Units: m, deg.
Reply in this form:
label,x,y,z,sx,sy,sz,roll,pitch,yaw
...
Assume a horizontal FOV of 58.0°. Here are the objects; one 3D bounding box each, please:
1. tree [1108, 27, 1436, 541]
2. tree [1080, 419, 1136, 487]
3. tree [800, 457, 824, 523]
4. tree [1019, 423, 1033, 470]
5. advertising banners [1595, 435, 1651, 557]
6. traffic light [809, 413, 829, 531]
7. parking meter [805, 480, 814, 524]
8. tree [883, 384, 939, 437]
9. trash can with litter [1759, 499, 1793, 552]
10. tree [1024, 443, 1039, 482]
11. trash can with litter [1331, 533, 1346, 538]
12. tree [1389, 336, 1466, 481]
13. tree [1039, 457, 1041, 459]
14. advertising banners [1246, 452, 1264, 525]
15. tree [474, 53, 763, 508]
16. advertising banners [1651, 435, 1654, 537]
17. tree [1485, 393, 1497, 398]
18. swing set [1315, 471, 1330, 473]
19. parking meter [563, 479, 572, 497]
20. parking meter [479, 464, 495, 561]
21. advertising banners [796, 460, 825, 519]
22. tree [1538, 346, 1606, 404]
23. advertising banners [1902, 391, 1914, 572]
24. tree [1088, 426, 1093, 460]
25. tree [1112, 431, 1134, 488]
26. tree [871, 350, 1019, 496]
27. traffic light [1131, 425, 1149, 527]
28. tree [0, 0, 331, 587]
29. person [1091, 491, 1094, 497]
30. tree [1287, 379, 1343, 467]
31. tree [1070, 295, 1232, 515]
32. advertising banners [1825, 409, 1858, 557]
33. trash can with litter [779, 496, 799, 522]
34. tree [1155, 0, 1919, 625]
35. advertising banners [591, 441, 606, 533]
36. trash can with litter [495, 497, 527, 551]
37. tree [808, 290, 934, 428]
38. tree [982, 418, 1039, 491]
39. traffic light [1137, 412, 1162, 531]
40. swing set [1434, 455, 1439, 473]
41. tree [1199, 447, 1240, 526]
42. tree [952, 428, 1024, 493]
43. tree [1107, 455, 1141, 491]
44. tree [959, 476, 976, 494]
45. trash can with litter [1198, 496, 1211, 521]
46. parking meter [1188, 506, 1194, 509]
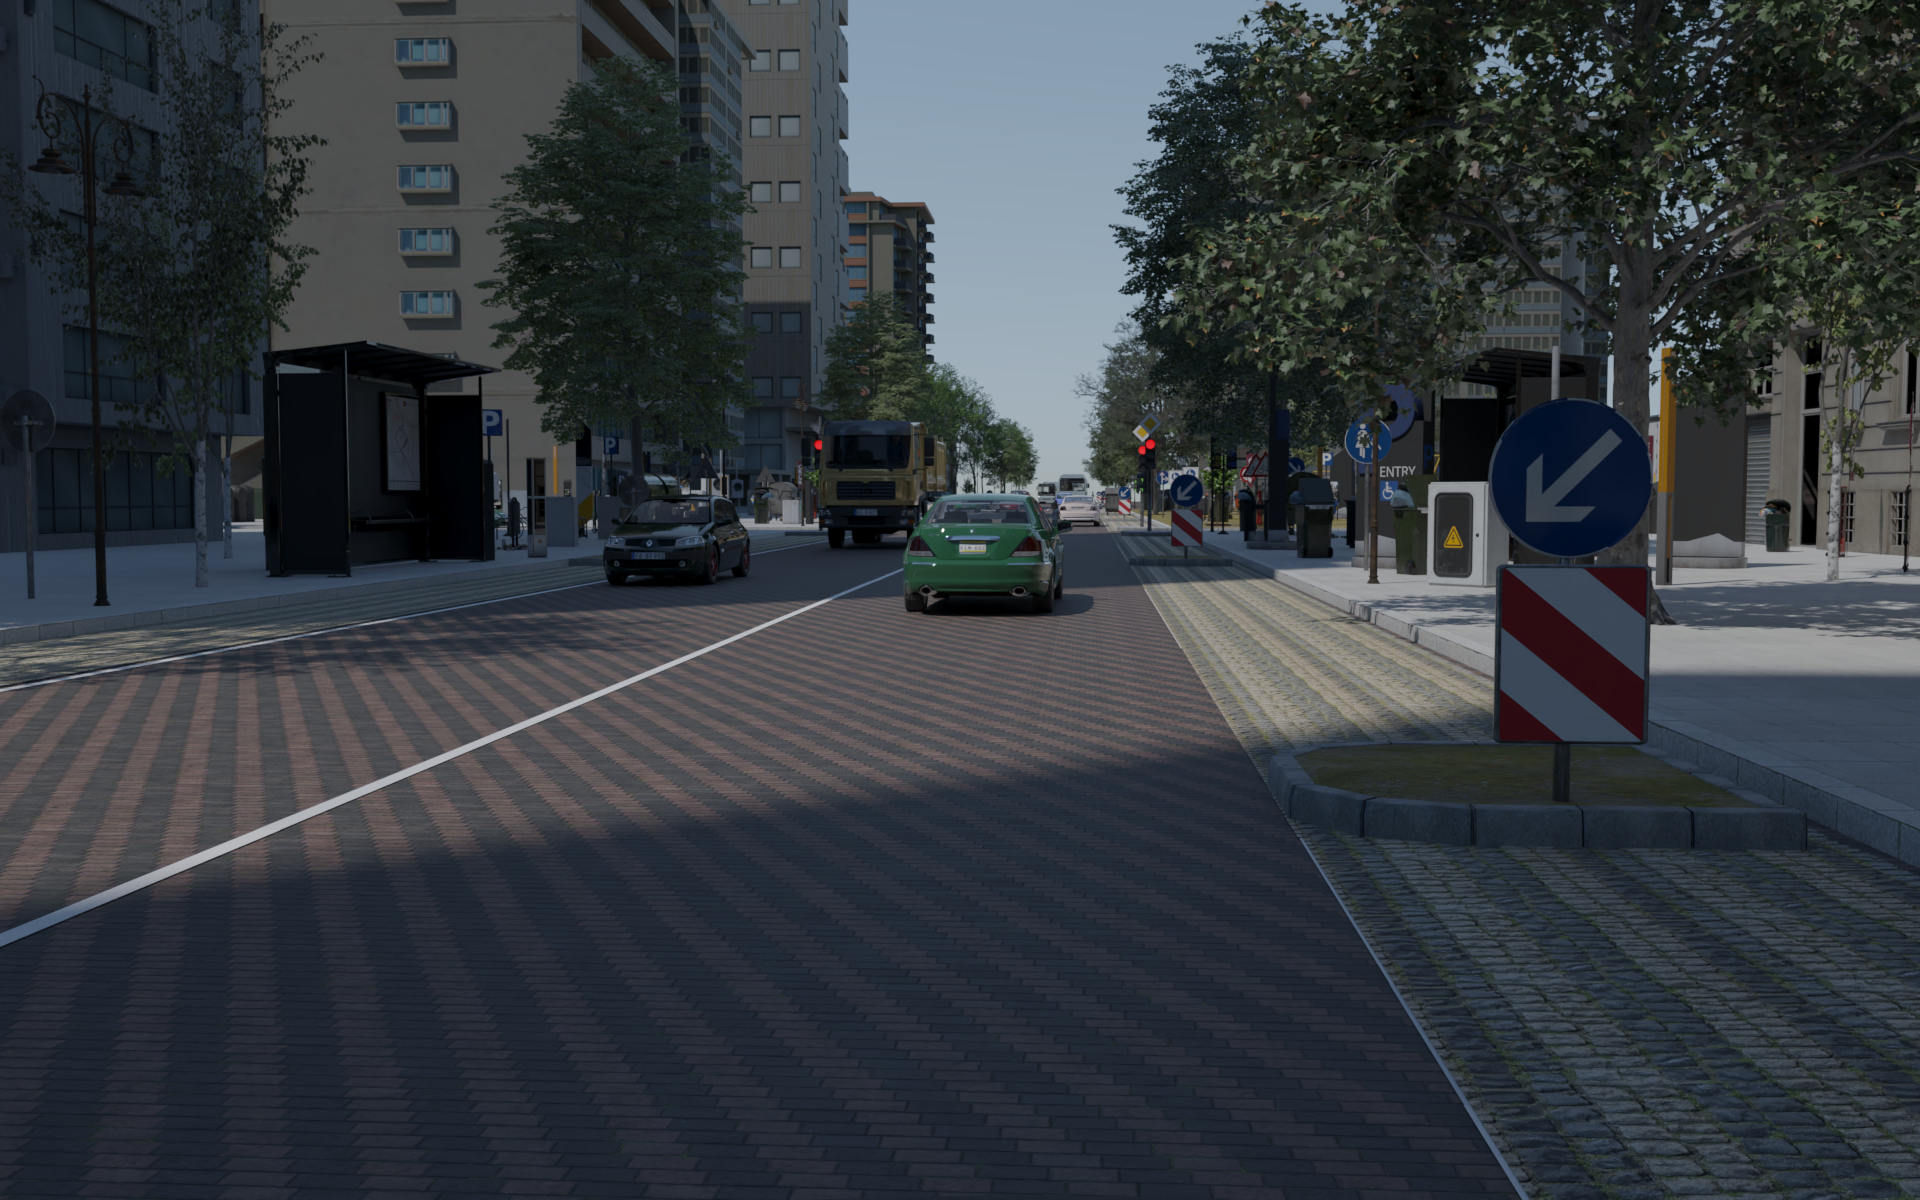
label,x,y,z,sx,sy,sz,roll,pitch,yaw
tree,8.653,-8.559,46.602,9.857,13.997,8.962,0,3,0
tree,19.741,-17.922,210.031,9.611,12.733,9.660,0,3,0
tree,-5.914,-5.019,76.668,1.663,3.219,1.824,0,3,0
tree,-0.555,-13.845,152.124,9.928,11.665,9.643,0,3,0
advertising banners,12.976,-2.406,35.519,2.074,3.025,0.090,1,4,19
traffic light,-4.833,-4.363,60.258,0.839,4.253,0.868,0,4,4
parking meter,-6.382,-4.145,73.487,0.255,1.863,0.399,1,4,17
tree,-3.274,-9.886,112.005,4.737,8.622,4.395,0,3,0
trash can with litter,18.157,-1.659,38.513,0.624,1.170,1.055,2,4,31
tree,9.408,-21.467,285.402,7.601,10.594,8.767,1,4,17
trash can with litter,11.371,-2.409,50.447,2.233,1.210,1.678,-1,4,-23
tree,19.799,-7.717,76.527,4.360,8.622,3.978,0,3,0
tree,10.294,-23.512,302.543,7.486,12.596,7.792,0,3,0
advertising banners,12.386,-4.614,71.624,0.090,3.025,2.074,-1,4,-23
tree,-8.934,-7.790,45.487,7.486,12.596,7.792,0,3,0
advertising banners,21.121,-3.379,51.427,2.074,3.025,0.090,1,4,18
tree,37.152,-10.442,121.086,4.737,8.622,4.395,0,3,0
swing set,24.904,-7.316,117.228,2.862,2.851,3.119,-2,4,-35
parking meter,-15.549,-3.850,68.663,0.255,1.863,0.399,0,4,-1
parking meter,-9.183,-1.696,33.440,0.255,1.863,0.399,-3,5,-41
advertising banners,-7.544,-5.675,88.966,2.074,3.025,0.090,-3,4,-36
tree,29.449,-8.267,85.520,4.737,8.622,4.395,0,3,0
advertising banners,15.964,-2.014,29.122,0.090,3.025,2.074,2,4,30
tree,14.293,-13.332,124.627,9.857,13.997,8.962,0,3,0
tree,17.405,-13.949,178.432,4.737,8.622,4.395,0,3,0
tree,-2.828,-12.203,125.272,9.928,11.665,9.643,0,3,0
traffic light,7.078,-4.801,67.418,0.839,4.253,0.868,0,4,4
tree,-10.696,-4.486,23.708,4.360,8.622,3.978,0,3,0
person,19.237,-14.856,251.384,0.705,1.826,1.348,-1,4,-20
tree,21.079,-9.541,106.361,4.737,8.622,4.395,0,3,0
tree,11.977,-12.010,106.737,12.009,13.543,11.850,0,3,0
advertising banners,17.977,-2.390,35.261,0.090,3.025,2.074,3,5,40
trash can with litter,-7.874,-4.180,79.733,1.055,1.170,0.624,2,4,32
tree,6.768,-6.114,16.972,9.611,12.733,9.660,0,3,0
advertising banners,-11.832,-3.703,56.732,0.090,3.025,2.074,-2,4,-24
trash can with litter,-10.456,-1.769,39.986,1.678,1.210,2.233,0,4,-5
tree,-4.838,-10.929,96.811,7.486,12.596,7.792,0,3,0
tree,7.015,-20.691,256.431,7.486,12.596,7.792,0,3,0
traffic light,6.499,-4.314,59.454,0.839,4.253,0.868,0,4,4
swing set,18.236,-4.350,68.737,3.119,2.851,2.862,-2,4,-34
tree,10.843,-4.749,72.252,1.663,3.219,1.824,0,3,0
tree,2.386,-16.455,203.446,7.601,10.594,8.767,-1,4,-13
tree,21.357,-16.896,226.616,4.360,8.622,3.978,0,3,0
tree,0.696,-10.905,172.905,1.663,3.219,1.824,0,3,0
trash can with litter,12.954,-5.062,93.819,1.678,1.210,2.233,-1,4,-20
parking meter,12.829,-5.373,96.254,0.372,1.533,0.369,0,3,0
